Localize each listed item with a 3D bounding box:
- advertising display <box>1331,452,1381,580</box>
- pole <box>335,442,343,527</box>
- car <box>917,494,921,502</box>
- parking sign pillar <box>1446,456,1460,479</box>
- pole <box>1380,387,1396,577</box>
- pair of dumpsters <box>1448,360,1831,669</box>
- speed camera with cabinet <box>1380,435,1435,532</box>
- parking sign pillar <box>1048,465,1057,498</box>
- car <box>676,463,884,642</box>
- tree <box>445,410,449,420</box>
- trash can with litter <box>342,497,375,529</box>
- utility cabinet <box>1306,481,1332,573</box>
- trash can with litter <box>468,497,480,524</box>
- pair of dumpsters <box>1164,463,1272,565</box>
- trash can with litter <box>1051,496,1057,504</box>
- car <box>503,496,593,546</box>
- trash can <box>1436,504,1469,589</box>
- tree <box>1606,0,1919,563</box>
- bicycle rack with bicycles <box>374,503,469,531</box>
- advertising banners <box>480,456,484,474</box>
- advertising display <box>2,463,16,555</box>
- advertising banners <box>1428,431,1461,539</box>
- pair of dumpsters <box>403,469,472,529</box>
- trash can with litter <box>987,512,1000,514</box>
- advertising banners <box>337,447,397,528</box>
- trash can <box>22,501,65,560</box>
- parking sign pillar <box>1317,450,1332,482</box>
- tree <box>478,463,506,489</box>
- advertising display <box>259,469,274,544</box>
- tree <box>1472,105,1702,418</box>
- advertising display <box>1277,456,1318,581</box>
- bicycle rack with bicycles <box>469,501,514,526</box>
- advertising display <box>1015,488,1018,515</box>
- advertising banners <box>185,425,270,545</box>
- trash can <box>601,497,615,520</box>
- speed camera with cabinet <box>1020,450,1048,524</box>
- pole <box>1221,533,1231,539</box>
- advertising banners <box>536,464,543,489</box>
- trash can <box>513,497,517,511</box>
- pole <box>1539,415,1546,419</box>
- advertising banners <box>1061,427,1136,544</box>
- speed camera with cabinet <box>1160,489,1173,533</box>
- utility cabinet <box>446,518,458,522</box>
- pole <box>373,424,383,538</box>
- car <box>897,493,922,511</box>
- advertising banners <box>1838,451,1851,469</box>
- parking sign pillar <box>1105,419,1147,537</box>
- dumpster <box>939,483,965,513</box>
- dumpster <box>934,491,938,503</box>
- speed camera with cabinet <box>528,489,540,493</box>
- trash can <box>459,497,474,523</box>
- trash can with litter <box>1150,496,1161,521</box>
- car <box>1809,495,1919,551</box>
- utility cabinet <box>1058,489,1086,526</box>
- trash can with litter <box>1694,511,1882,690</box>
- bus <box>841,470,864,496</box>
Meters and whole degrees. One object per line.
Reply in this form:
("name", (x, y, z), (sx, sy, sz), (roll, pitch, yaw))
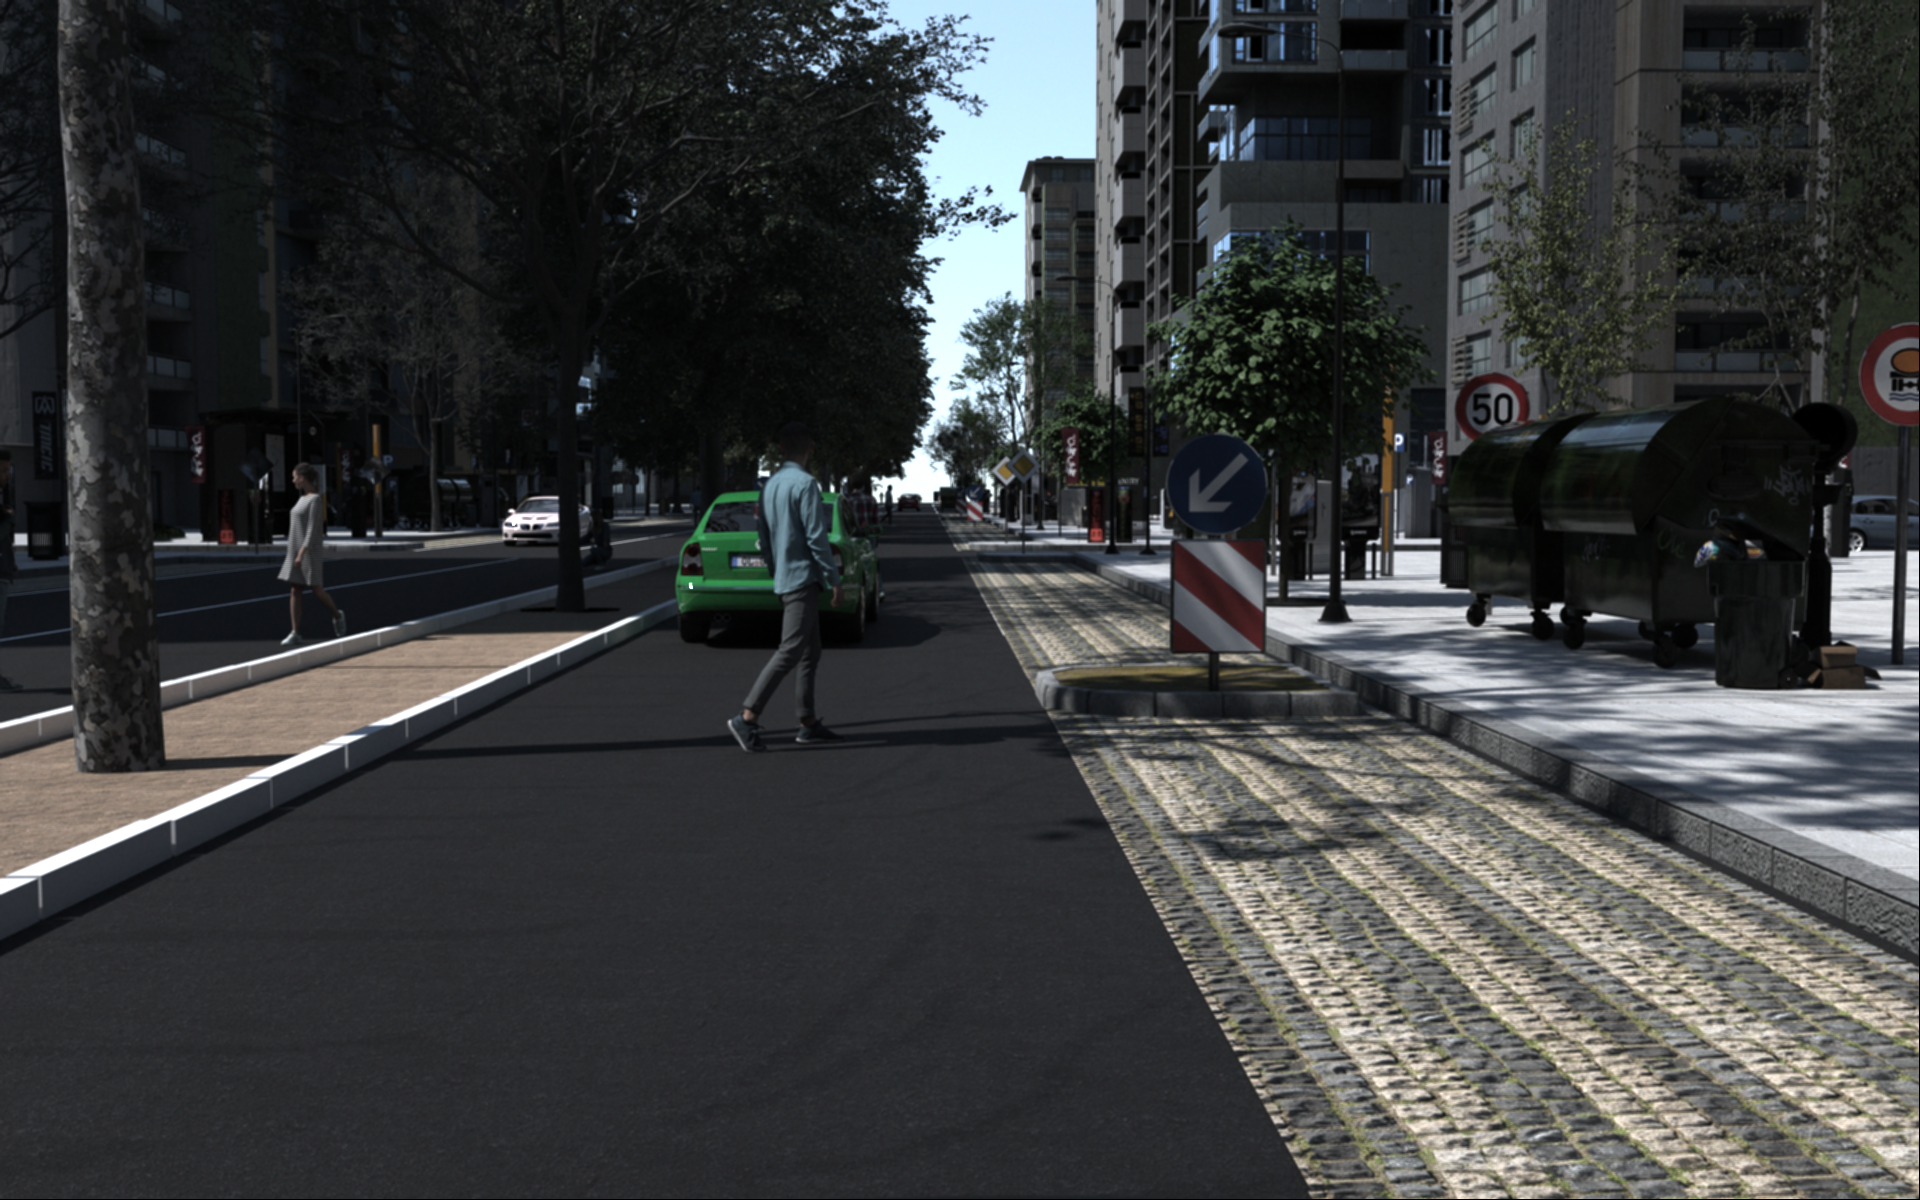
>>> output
("advertising display", (5.906, -1.262, 25.843), (0.974, 1.923, 0.123), (-3, 4, -37))
("pole", (-24.318, -4.525, 67.820), (0.158, 3.312, 0.155), (0, 3, 0))
("car", (-7.136, -16.453, 277.796), (1.959, 1.807, 4.718), (0, 4, -3))
("parking sign pillar", (20.784, -5.231, 73.996), (1.447, 3.967, 1.447), (-1, 4, -18))
("pole", (6.644, -2.019, 26.854), (0.158, 3.312, 0.155), (0, 3, 0))
("pair of dumpsters", (5.564, -0.746, 14.691), (1.574, 2.255, 4.437), (0, 4, -1))
("speed camera with cabinet", (15.084, -3.942, 58.787), (0.660, 3.252, 2.038), (-3, 5, -45))
("parking sign pillar", (6.543, -7.791, 115.847), (1.447, 3.967, 1.447), (1, 4, 13))
("car", (-1.808, -0.572, 18.150), (1.959, 1.807, 4.718), (0, 4, 1))
("tree", (-27.669, -9.166, 100.224), (4.360, 8.622, 3.978), (0, 3, 0))
("trash can with litter", (-22.047, -3.185, 63.465), (1.055, 1.170, 0.624), (-3, 5, -44))
("utility cabinet", (5.698, -1.179, 27.952), (0.318, 1.500, 1.173), (3, 5, 40))
("trash can with litter", (-20.969, -3.899, 75.142), (0.624, 1.170, 1.055), (0, 4, -6))
("pair of dumpsters", (4.990, -1.885, 33.313), (1.574, 2.255, 4.437), (0, 4, -1))
("trash can with litter", (4.852, -5.150, 95.583), (1.055, 1.170, 0.624), (0, 4, -5))
("car", (-11.693, -2.262, 49.339), (2.083, 1.381, 4.827), (0, 4, -2))
("trash can", (6.866, -0.731, 23.603), (0.748, 1.137, 0.748), (0, 3, 0))
("tree", (10.345, -4.312, 20.859), (4.360, 8.622, 3.978), (0, 3, 0))
("bicycle rack with bicycles", (-19.062, -2.928, 61.258), (2.925, 0.926, 2.852), (-1, 4, -12))
("advertising banners", (-21.852, -5.125, 79.979), (0.090, 3.025, 2.074), (0, 4, 1))
("advertising display", (-19.987, -1.908, 36.411), (0.123, 1.923, 0.974), (-1, 4, -22))
("advertising banners", (13.931, -3.152, 47.718), (2.074, 3.025, 0.090), (1, 4, 9))
("pair of dumpsters", (-20.000, -3.906, 66.364), (1.574, 2.255, 4.437), (0, 4, -1))
("trash can with litter", (2.443, -6.048, 109.942), (2.233, 1.210, 1.678), (0, 4, 1))
("advertising banners", (-22.284, -4.216, 65.125), (2.074, 3.025, 0.090), (-1, 4, -15))
("trash can", (-17.775, -1.345, 33.636), (0.748, 1.137, 0.748), (0, 3, 0))
("parking sign pillar", (15.809, -5.346, 75.878), (1.447, 3.967, 1.447), (0, 4, 5))
("tree", (-28.454, -6.779, 105.435), (1.663, 3.219, 1.824), (0, 3, 0))
("advertising display", (-17.795, -2.399, 44.430), (0.123, 1.923, 0.974), (-2, 4, -35))
("tree", (11.624, -5.063, 33.140), (4.737, 8.622, 4.395), (0, 3, 0))
("advertising display", (4.988, -1.248, 25.612), (0.123, 1.923, 0.974), (3, 5, 40))
("bicycle rack with bicycles", (-19.354, -3.492, 70.483), (2.852, 0.926, 2.925), (-2, 4, -24))
("advertising display", (3.676, -6.286, 107.984), (0.974, 1.923, 0.123), (0, 4, -2))
("advertising banners", (-18.485, -2.905, 43.678), (2.074, 3.025, 0.090), (0, 4, 1))
("trash can", (-17.754, -4.626, 87.288), (0.748, 1.137, 0.748), (0, 3, 0))
("speed camera with cabinet", (3.183, -4.871, 73.983), (0.660, 3.252, 2.038), (1, 4, 22))
("pole", (4.675, -2.228, 30.278), (0.158, 3.312, 0.155), (0, 3, 0))
("advertising banners", (-24.265, -6.500, 102.458), (0.090, 3.025, 2.074), (3, 4, 37))
("trash can", (-21.376, -4.437, 84.198), (0.748, 1.137, 0.748), (0, 3, 0))
("pole", (14.955, -3.099, 44.512), (0.158, 3.312, 0.155), (0, 3, 0))
("advertising banners", (3.600, -3.000, 45.235), (2.074, 3.025, 0.090), (2, 4, 24))
("speed camera with cabinet", (7.635, -3.828, 56.917), (2.038, 3.252, 0.660), (2, 4, 31))
("utility cabinet", (-23.781, -4.259, 80.797), (0.306, 1.237, 1.020), (-3, 5, -44))
("pole", (-17.082, -3.483, 50.796), (0.158, 3.312, 0.155), (0, 3, 0))
("car", (-4.238, -8.313, 144.953), (2.155, 1.783, 4.494), (0, 4, 1))
("advertising banners", (24.235, -3.220, 48.835), (0.090, 3.025, 2.074), (-2, 4, -24))
("parking sign pillar", (5.063, -3.920, 52.561), (1.447, 3.967, 1.447), (2, 4, 32))
("dumpster", (-0.598, -7.825, 132.884), (1.985, 2.255, 1.502), (0, 4, -2))
("dumpster", (-3.312, -16.325, 275.132), (1.865, 1.857, 1.264), (0, 4, 1))
("speed camera with cabinet", (-28.953, -7.555, 117.852), (0.660, 3.252, 2.038), (1, 4, 11))
("trash can", (-20.771, -3.745, 72.876), (0.748, 1.137, 0.748), (0, 3, 0))
("trash can with litter", (9.562, -4.439, 83.636), (1.678, 1.210, 2.233), (-2, 4, -30))
("car", (21.826, -1.760, 40.773), (4.499, 1.417, 2.014), (0, 4, -1))
("utility cabinet", (4.457, -3.706, 69.264), (1.173, 1.500, 0.318), (3, 5, 41))
("trash can with litter", (5.512, -0.010, 11.547), (1.055, 1.170, 0.624), (0, 4, 0))
("bus", (-10.849, -11.578, 180.850), (2.896, 3.916, 12.252), (0, 4, -1))
